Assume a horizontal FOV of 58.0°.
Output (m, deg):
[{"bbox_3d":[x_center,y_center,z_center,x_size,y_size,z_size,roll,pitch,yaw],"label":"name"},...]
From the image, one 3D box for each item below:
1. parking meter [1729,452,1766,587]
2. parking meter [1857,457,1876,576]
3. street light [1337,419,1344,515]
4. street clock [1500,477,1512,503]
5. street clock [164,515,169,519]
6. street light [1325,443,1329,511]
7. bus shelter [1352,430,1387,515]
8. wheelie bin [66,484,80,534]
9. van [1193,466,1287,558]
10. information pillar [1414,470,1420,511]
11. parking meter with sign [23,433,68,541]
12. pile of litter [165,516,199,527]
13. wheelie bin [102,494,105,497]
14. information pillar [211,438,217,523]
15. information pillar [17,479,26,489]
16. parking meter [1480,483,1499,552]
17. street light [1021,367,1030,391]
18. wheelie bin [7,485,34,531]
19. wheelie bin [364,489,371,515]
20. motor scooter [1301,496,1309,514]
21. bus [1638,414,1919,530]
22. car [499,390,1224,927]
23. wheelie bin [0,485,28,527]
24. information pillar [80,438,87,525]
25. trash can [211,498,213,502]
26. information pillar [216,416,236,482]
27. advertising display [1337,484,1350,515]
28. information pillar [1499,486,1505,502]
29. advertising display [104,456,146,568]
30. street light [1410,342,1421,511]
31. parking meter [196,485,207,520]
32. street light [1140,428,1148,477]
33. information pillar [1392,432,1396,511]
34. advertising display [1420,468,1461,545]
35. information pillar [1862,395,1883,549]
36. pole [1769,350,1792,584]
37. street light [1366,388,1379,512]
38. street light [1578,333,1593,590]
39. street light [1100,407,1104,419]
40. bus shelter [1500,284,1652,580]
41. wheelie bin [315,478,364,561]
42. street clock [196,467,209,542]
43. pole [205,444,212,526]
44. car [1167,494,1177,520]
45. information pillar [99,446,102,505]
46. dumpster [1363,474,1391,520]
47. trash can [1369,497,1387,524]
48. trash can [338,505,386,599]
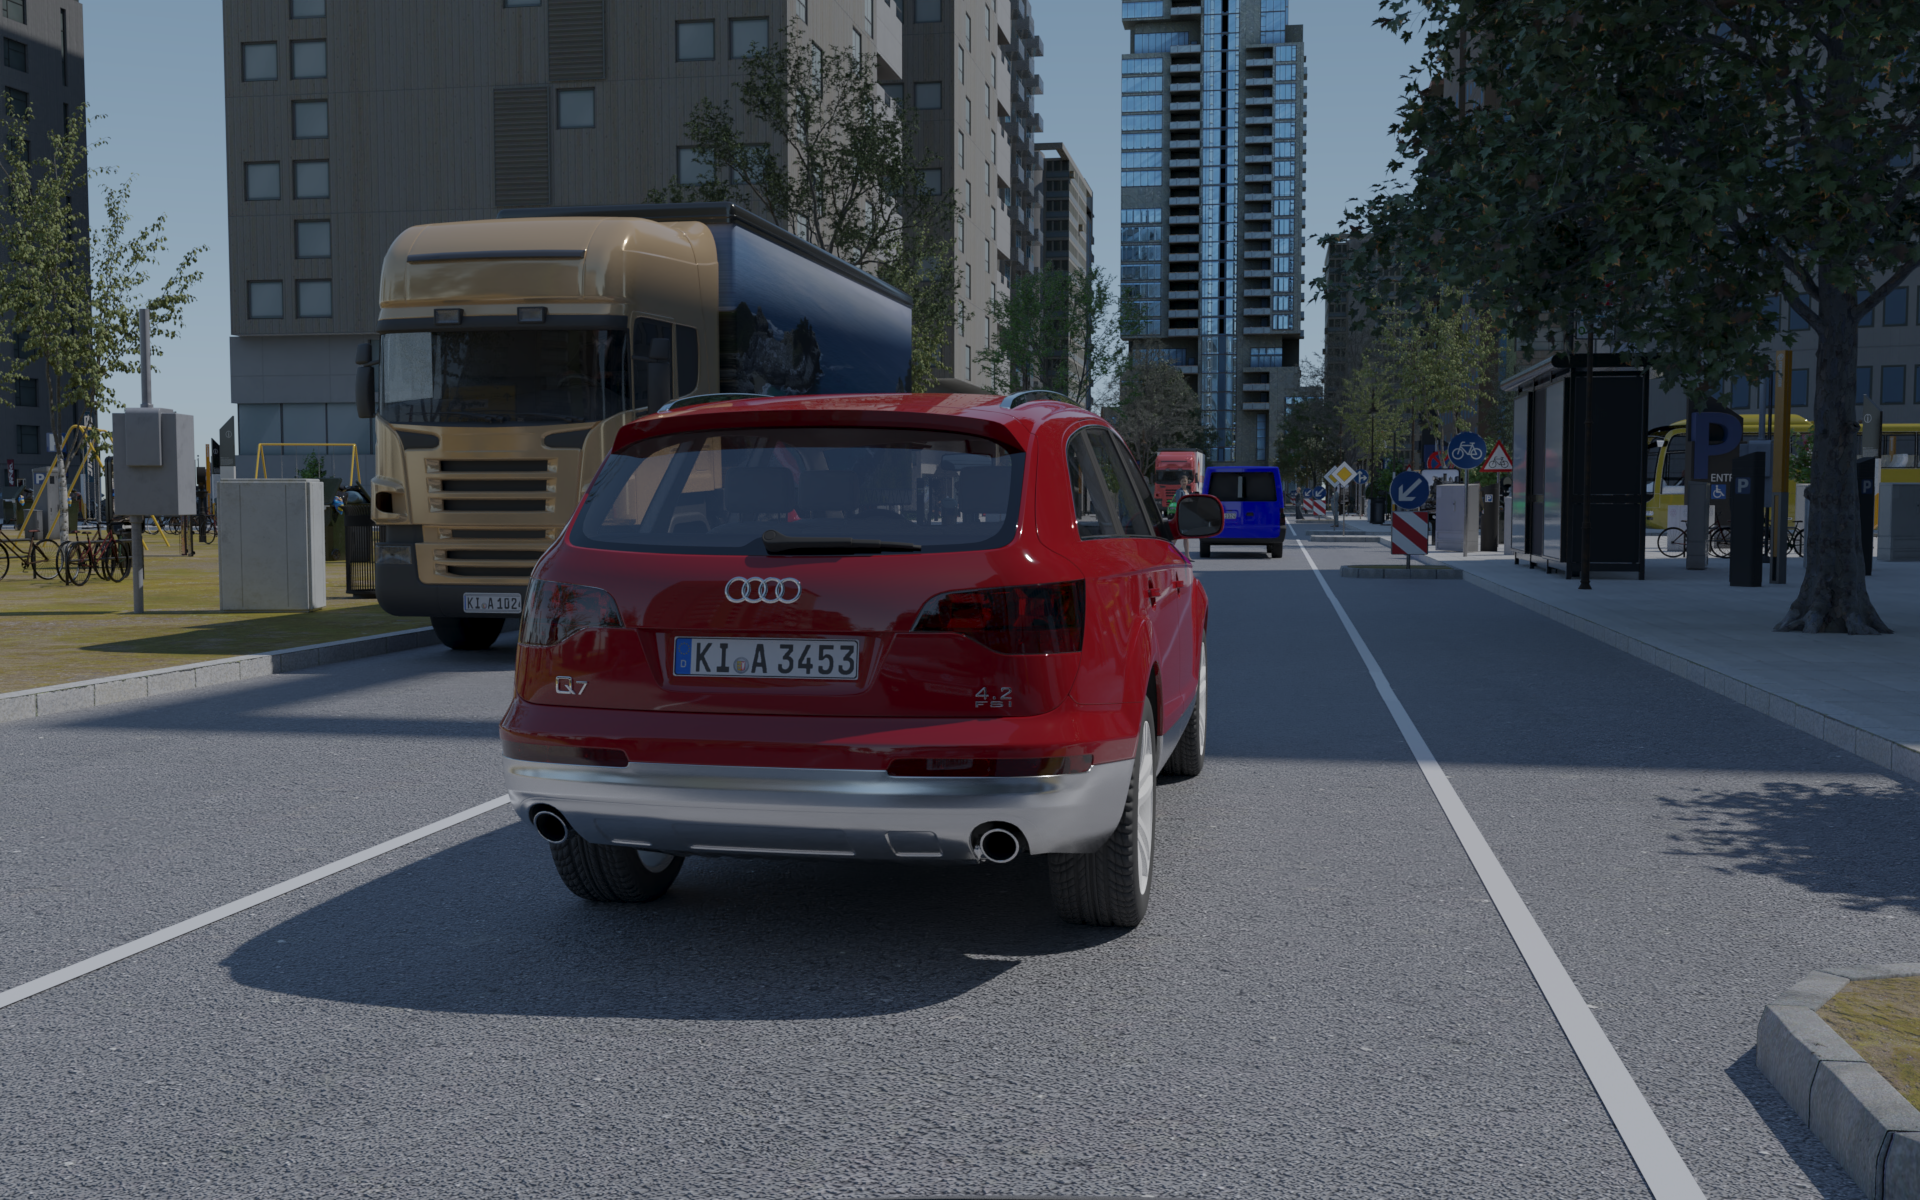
[{"bbox_3d":[10.905,-1.119,24.015,0.255,1.863,0.399,-2,4,-33],"label":"parking meter"},{"bbox_3d":[14.122,-1.315,27.218,0.399,1.863,0.255,-1,4,-20],"label":"parking meter"},{"bbox_3d":[22.946,-8.054,104.475,0.468,5.910,1.993,1,4,10],"label":"street light"},{"bbox_3d":[22.701,-4.128,72.059,0.471,2.002,0.358,-1,4,-22],"label":"street clock"},{"bbox_3d":[-40.925,-5.179,89.252,0.471,2.002,0.358,1,4,22],"label":"street clock"},{"bbox_3d":[28.201,-9.795,132.941,0.468,5.910,1.993,1,4,10],"label":"street light"},{"bbox_3d":[25.306,-7.884,106.531,2.179,5.291,8.768,1,4,10],"label":"bus shelter"},{"bbox_3d":[-28.815,-2.927,55.766,0.980,1.594,0.693,2,4,27],"label":"wheelie bin"},{"bbox_3d":[6.567,-2.216,40.610,2.240,2.365,5.245,1,4,8],"label":"van"},{"bbox_3d":[14.127,-2.982,53.243,0.304,2.012,0.304,-2,4,-27],"label":"information pillar"},{"bbox_3d":[-25.639,-3.196,48.519,0.543,3.016,1.738,0,4,-3],"label":"parking meter with sign"},{"bbox_3d":[-30.890,-3.349,68.724,1.176,0.858,1.719,2,4,29],"label":"pile of litter"},{"bbox_3d":[-54.003,-6.139,108.284,0.980,1.594,0.693,-1,4,-21],"label":"wheelie bin"},{"bbox_3d":[-31.028,-4.954,72.360,0.183,3.616,0.504,2,4,31],"label":"information pillar"},{"bbox_3d":[-45.444,-4.857,83.903,0.304,2.012,0.304,-1,4,-13],"label":"information pillar"},{"bbox_3d":[11.831,-1.853,38.701,0.372,1.533,0.369,0,3,0],"label":"parking meter"},{"bbox_3d":[2.411,-5.523,63.092,0.468,5.910,1.993,1,4,10],"label":"street light"},{"bbox_3d":[-32.875,-3.237,60.837,0.693,1.594,0.980,-3,4,-38],"label":"wheelie bin"},{"bbox_3d":[-13.574,-1.905,39.051,0.693,1.594,0.980,-1,4,-18],"label":"wheelie bin"},{"bbox_3d":[25.427,-7.003,127.272,0.815,1.314,1.986,1,4,12],"label":"motor scooter"},{"bbox_3d":[27.192,-3.807,53.785,12.252,3.916,2.896,1,4,9],"label":"bus"},{"bbox_3d":[-0.055,0.076,7.423,2.281,1.827,5.304,1,4,11],"label":"car"},{"bbox_3d":[-39.711,-3.948,72.454,0.980,1.594,0.693,-2,4,-25],"label":"wheelie bin"},{"bbox_3d":[-36.215,-4.904,71.528,0.183,3.616,0.504,-3,4,-38],"label":"information pillar"},{"bbox_3d":[-46.654,-5.877,107.747,0.748,1.137,0.748,0,3,0],"label":"trash can"},{"bbox_3d":[-21.888,-3.698,51.823,0.504,3.616,0.183,1,4,14],"label":"information pillar"},{"bbox_3d":[24.026,-6.328,108.681,0.123,1.923,0.974,-3,5,-43],"label":"advertising display"},{"bbox_3d":[28.297,-5.264,90.553,0.304,2.012,0.304,0,4,5],"label":"information pillar"},{"bbox_3d":[-14.512,-1.524,30.128,0.123,1.923,0.974,0,4,7],"label":"advertising display"},{"bbox_3d":[13.547,-4.832,51.796,0.468,5.910,1.993,1,4,10],"label":"street light"},{"bbox_3d":[-35.554,-4.623,81.294,0.255,1.863,0.399,0,4,0],"label":"parking meter"},{"bbox_3d":[12.753,-9.036,120.520,0.468,5.910,1.993,1,4,10],"label":"street light"},{"bbox_3d":[16.445,-4.542,65.619,0.183,3.616,0.504,1,4,15],"label":"information pillar"},{"bbox_3d":[11.962,-2.322,43.182,0.974,1.923,0.123,1,4,23],"label":"advertising display"},{"bbox_3d":[21.384,-3.017,40.679,0.183,3.616,0.504,-1,4,-21],"label":"information pillar"},{"bbox_3d":[11.699,-1.886,24.678,0.158,3.312,0.155,0,3,0],"label":"pole"},{"bbox_3d":[17.968,-6.281,75.489,0.468,5.910,1.993,1,4,10],"label":"street light"},{"bbox_3d":[8.422,-3.081,23.157,0.468,5.910,1.993,1,4,10],"label":"street light"},{"bbox_3d":[7.523,-7.272,91.682,0.468,5.910,1.993,1,4,10],"label":"street light"},{"bbox_3d":[10.639,-3.196,29.884,2.179,5.291,8.768,1,4,10],"label":"bus shelter"},{"bbox_3d":[-12.206,-1.561,33.430,0.980,1.594,0.693,1,4,20],"label":"wheelie bin"},{"bbox_3d":[-20.110,-2.530,45.937,0.358,2.002,0.471,-1,4,-23],"label":"street clock"},{"bbox_3d":[-30.632,-4.694,70.594,0.158,3.312,0.155,0,3,0],"label":"pole"},{"bbox_3d":[12.450,-5.303,95.505,1.959,1.807,4.718,1,4,12],"label":"car"},{"bbox_3d":[-42.424,-5.751,85.377,0.183,3.616,0.504,-3,4,-38],"label":"information pillar"},{"bbox_3d":[20.574,-5.035,84.821,1.502,2.255,1.985,1,4,10],"label":"dumpster"},{"bbox_3d":[17.736,-3.784,73.524,0.748,1.137,0.748,0,3,0],"label":"trash can"},{"bbox_3d":[-7.274,-0.596,21.393,0.748,1.137,0.748,0,3,0],"label":"trash can"}]
